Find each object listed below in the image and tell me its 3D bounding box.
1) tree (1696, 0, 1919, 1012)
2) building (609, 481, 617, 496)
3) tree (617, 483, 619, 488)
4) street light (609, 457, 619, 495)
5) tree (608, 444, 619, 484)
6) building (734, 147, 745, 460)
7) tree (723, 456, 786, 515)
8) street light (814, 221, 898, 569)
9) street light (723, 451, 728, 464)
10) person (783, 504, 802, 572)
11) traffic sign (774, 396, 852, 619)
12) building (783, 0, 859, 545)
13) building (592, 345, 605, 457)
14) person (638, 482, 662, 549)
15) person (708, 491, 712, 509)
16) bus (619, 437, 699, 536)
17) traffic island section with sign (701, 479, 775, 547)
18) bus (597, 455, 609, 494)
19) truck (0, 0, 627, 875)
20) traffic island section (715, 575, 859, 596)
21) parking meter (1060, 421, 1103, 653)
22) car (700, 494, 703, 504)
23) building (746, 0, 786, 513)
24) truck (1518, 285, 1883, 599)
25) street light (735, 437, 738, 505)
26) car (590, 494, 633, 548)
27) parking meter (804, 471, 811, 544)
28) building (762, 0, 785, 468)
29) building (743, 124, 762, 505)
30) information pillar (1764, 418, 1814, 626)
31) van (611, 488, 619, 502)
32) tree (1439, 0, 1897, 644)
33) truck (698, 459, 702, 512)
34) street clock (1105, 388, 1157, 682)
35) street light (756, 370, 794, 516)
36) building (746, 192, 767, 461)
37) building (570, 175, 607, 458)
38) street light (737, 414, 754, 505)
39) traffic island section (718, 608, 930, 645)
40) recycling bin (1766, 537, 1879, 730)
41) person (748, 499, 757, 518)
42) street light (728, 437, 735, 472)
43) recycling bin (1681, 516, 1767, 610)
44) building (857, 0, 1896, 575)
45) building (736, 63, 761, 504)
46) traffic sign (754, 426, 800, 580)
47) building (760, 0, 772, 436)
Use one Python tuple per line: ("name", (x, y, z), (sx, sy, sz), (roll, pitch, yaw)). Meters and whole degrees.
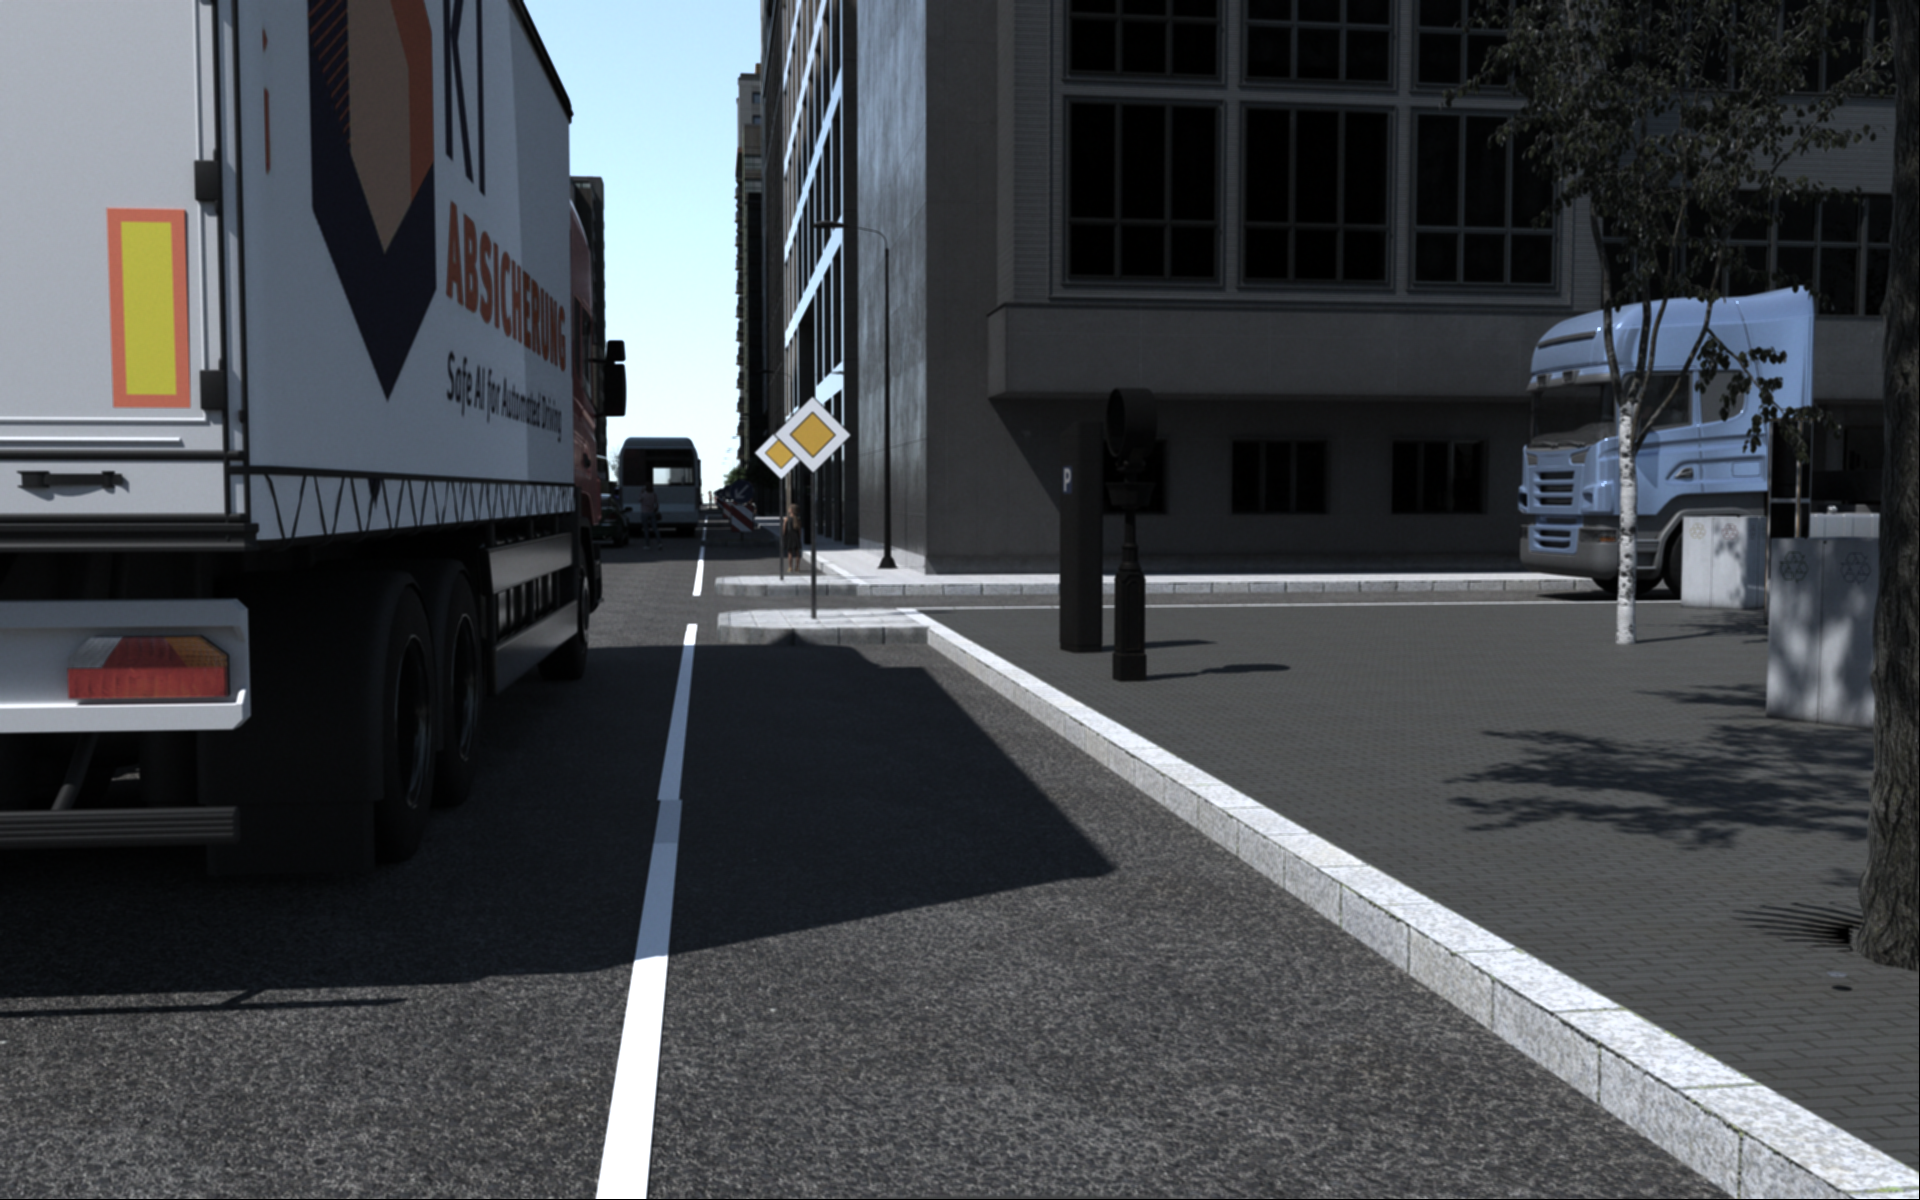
("tree", (2.748, -4.823, 4.612), (9.928, 11.665, 9.643), (0, 3, 0))
("building", (-63.226, -33.173, 234.257), (32.217, 40.220, 23.993), (-1, 4, -8))
("tree", (-49.755, -15.689, 251.115), (1.663, 3.219, 1.824), (0, 3, 0))
("street light", (-43.516, -14.979, 217.447), (1.470, 5.913, 1.316), (-1, 4, -8))
("tree", (-50.314, -18.725, 256.522), (4.360, 8.622, 3.978), (0, 3, 0))
("building", (-16.929, -34.400, 217.070), (22.147, 44.769, 28.867), (-1, 4, -8))
("tree", (-11.853, -7.664, 109.016), (4.285, 4.588, 4.351), (0, 3, 0))
("street light", (-1.787, -3.494, 29.672), (1.470, 5.913, 1.316), (-1, 4, -8))
("street light", (-24.547, -13.114, 186.948), (1.470, 5.913, 1.316), (-1, 4, -8))
("person", (-3.091, -1.138, 31.781), (0.362, 1.253, 0.373), (-1, 4, -22))
("traffic sign", (-1.509, -0.865, 17.789), (0.795, 2.450, 0.064), (-1, 4, -8))
("building", (4.150, -15.696, 61.146), (19.350, 26.468, 34.151), (-1, 4, -8))
("building", (-54.748, -21.328, 193.758), (27.650, 21.520, 28.899), (-1, 4, -8))
("person", (-7.965, -2.181, 44.743), (0.593, 1.750, 0.643), (-2, 4, -31))
("person", (-23.958, -9.639, 166.815), (0.721, 1.743, 1.217), (0, 4, -3))
("bus", (-10.895, -4.137, 62.496), (2.948, 3.499, 13.247), (-1, 4, -10))
("traffic island section with sign", (-6.143, -2.397, 47.814), (1.989, 1.847, 2.006), (-1, 4, -8))
("bus", (-20.678, -6.216, 93.182), (2.896, 3.916, 12.252), (0, 4, -7))
("truck", (-3.675, -1.281, 9.859), (2.839, 4.237, 11.283), (0, 4, -7))
("traffic island section", (-2.629, -0.214, 25.773), (2.009, 0.180, 2.903), (-1, 4, -8))
("parking meter", (0.987, -0.515, 14.128), (0.255, 1.863, 0.399), (-1, 4, -17))
("car", (-37.148, -14.323, 242.845), (2.281, 1.827, 5.304), (0, 4, -7))
("building", (-4.996, -41.911, 123.493), (20.563, 71.187, 20.611), (-1, 4, -8))
("truck", (16.511, -2.092, 23.968), (18.799, 4.110, 2.967), (0, 4, -6))
("street light", (-12.756, -8.129, 105.442), (1.470, 5.913, 1.316), (-1, 4, -8))
("car", (-10.135, -2.199, 47.752), (2.131, 1.459, 4.920), (0, 4, -8))
("parking meter", (-3.846, -2.355, 44.219), (0.255, 1.863, 0.399), (-1, 4, -11))
("building", (-2.617, -18.101, 89.459), (14.314, 27.812, 24.014), (-1, 4, -8))
("building", (-17.293, -31.290, 195.187), (14.154, 41.232, 14.086), (-1, 4, -8))
("information pillar", (8.044, -0.754, 16.814), (0.304, 2.012, 0.304), (-3, 5, -44))
("van", (-30.828, -9.469, 159.198), (2.240, 2.365, 5.245), (0, 4, -7))
("tree", (5.743, -3.916, 14.391), (4.360, 8.622, 3.978), (0, 3, 0))
("truck", (-22.915, -9.510, 144.399), (2.839, 4.237, 11.283), (-1, 4, -9))
("street clock", (1.168, -0.448, 11.889), (0.358, 2.002, 0.471), (-1, 4, -12))
("street light", (-6.835, -5.653, 64.962), (1.470, 5.913, 1.316), (-1, 4, -8))
("building", (-13.720, -24.299, 168.984), (14.160, 30.474, 14.107), (-1, 4, -8))
("building", (-51.706, -32.561, 215.961), (14.154, 41.232, 14.086), (-1, 4, -8))
("street light", (-11.963, -7.810, 100.240), (1.470, 5.913, 1.316), (-1, 4, -8))
("traffic island section", (-1.487, 0.270, 17.869), (2.009, 0.180, 2.903), (-1, 4, -8))
("recycling bin", (5.110, 0.167, 9.817), (0.722, 1.027, 0.722), (-2, 4, -30))
("person", (-8.657, -3.612, 72.238), (0.352, 1.250, 0.332), (-1, 4, -22))
("street light", (-17.848, -10.287, 140.725), (1.470, 5.913, 1.316), (-1, 4, -8))
("recycling bin", (8.643, -0.429, 19.566), (0.722, 1.027, 0.722), (3, 5, 45))
("building", (13.440, -13.153, 34.124), (30.058, 24.678, 14.314), (-1, 4, -8))
("building", (-20.756, -43.006, 245.148), (21.231, 58.520, 28.212), (-1, 4, -8))
("traffic sign", (-2.652, -1.349, 25.692), (0.795, 2.450, 0.064), (-1, 4, -8))
("building", (-3.177, -34.227, 148.845), (28.713, 52.752, 27.495), (-1, 4, -8))
